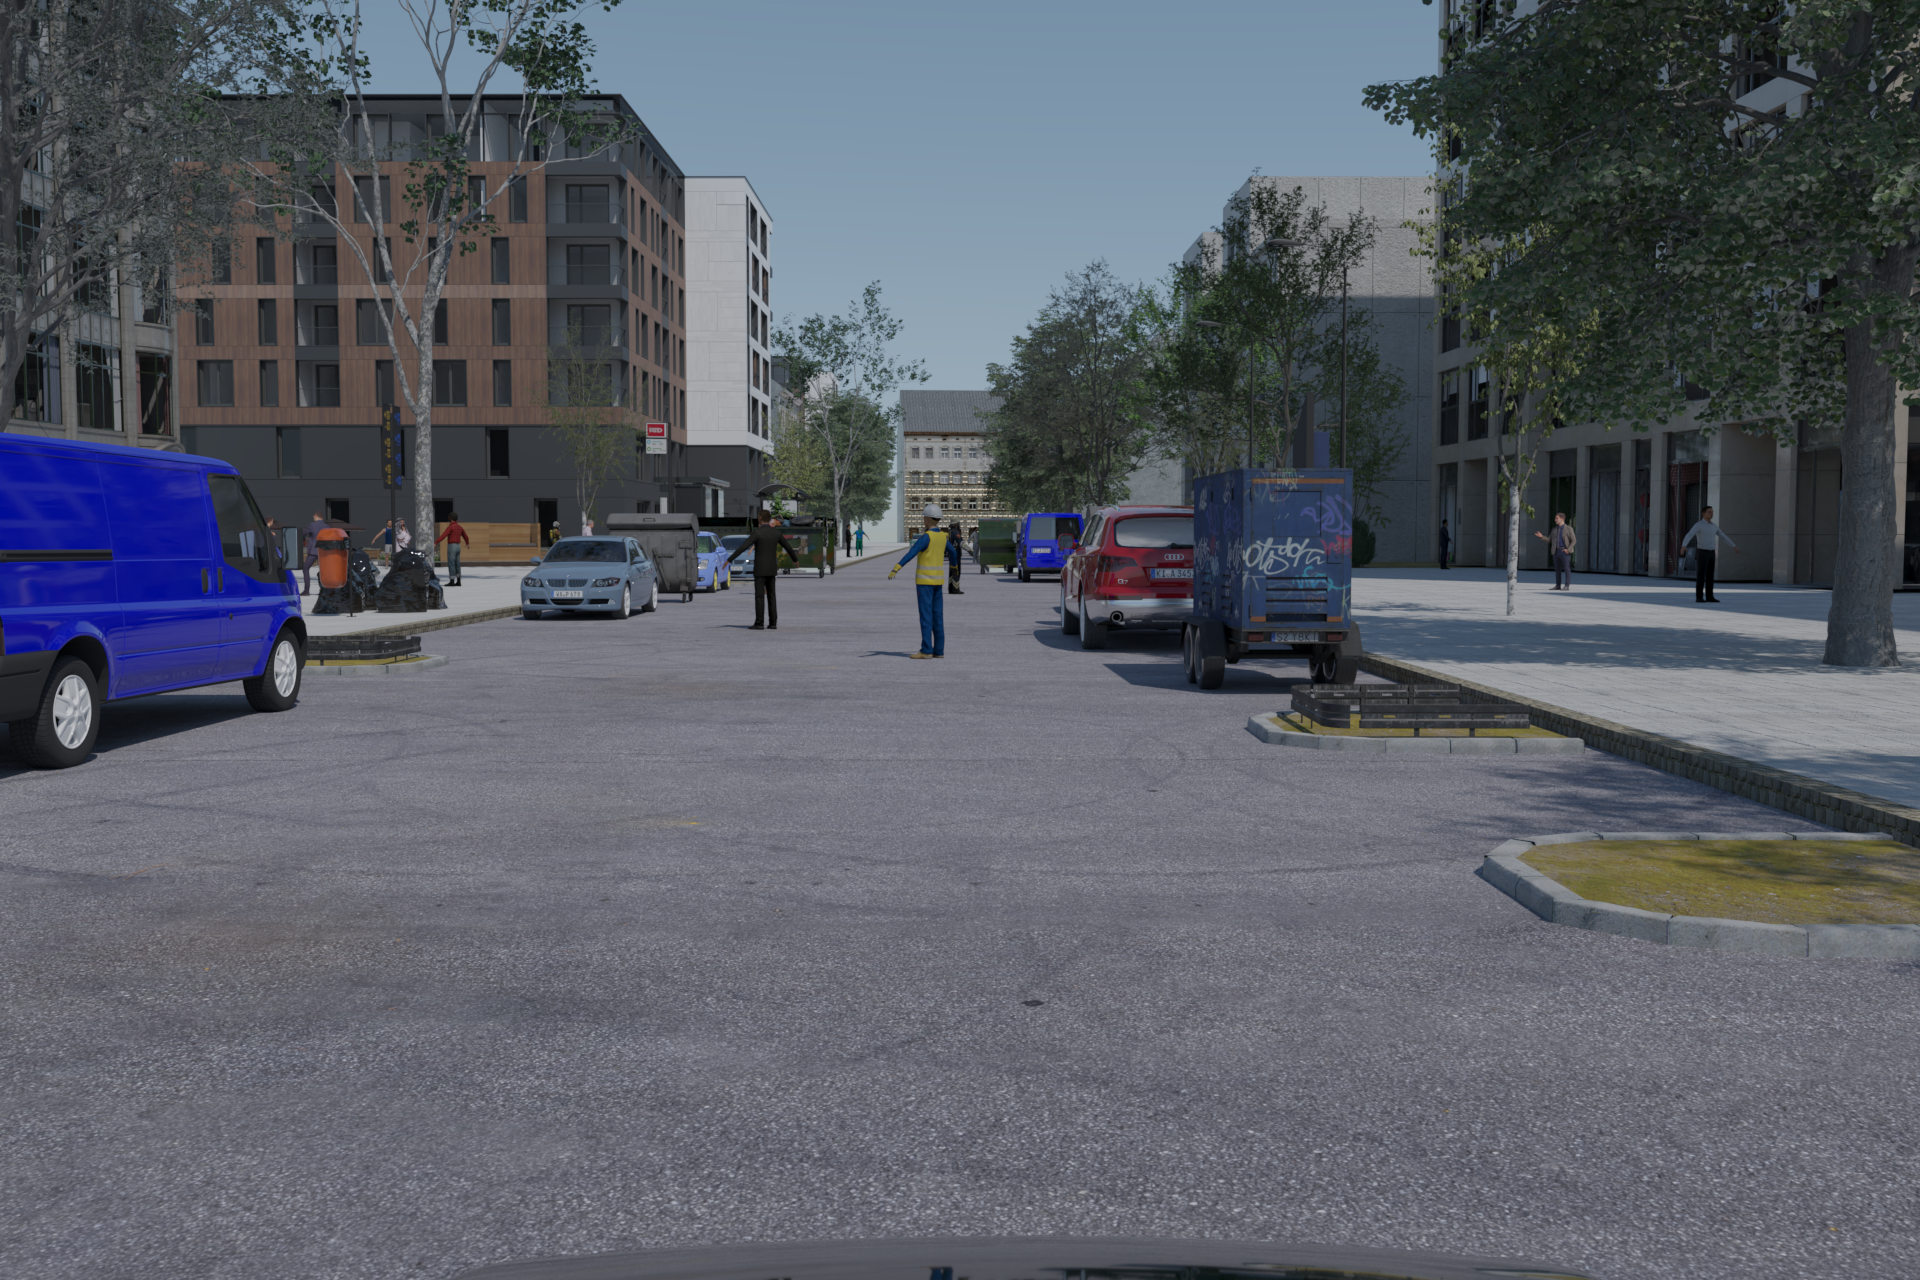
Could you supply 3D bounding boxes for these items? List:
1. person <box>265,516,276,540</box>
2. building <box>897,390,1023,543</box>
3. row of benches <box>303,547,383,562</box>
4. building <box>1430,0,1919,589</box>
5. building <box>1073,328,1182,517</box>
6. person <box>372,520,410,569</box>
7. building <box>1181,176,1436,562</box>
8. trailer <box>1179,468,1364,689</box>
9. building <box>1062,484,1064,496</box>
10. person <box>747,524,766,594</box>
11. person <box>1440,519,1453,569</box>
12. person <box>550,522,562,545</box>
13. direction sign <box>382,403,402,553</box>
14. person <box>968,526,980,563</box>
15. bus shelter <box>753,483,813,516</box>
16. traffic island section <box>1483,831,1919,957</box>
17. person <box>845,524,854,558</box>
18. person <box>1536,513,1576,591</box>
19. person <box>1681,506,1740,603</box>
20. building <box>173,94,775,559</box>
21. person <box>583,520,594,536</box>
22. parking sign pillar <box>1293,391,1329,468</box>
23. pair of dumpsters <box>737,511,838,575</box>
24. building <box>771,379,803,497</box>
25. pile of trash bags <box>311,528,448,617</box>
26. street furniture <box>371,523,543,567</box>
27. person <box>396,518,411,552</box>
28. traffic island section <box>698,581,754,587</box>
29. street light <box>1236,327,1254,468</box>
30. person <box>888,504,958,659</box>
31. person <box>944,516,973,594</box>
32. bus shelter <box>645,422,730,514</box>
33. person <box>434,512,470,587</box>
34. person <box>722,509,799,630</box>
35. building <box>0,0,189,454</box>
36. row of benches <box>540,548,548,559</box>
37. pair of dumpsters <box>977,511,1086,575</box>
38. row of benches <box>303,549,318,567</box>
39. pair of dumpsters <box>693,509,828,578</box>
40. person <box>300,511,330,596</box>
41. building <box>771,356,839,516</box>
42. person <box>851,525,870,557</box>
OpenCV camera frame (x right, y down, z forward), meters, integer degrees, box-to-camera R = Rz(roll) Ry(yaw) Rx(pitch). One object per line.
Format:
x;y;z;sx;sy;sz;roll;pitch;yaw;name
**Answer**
-16.312;-2.071;40.830;0.530;1.710;0.541;-1;4;-18;person
-0.066;-26.261;262.757;18.063;23.208;19.493;0;4;-5;building
-28.788;-3.950;80.041;4.104;0.672;1.422;0;4;1;row of benches
29.068;-15.313;53.563;19.350;26.588;34.151;0;4;0;building
22.188;-22.160;193.242;19.493;23.208;18.063;0;4;0;building
-20.731;-3.476;62.996;1.345;1.807;0.704;-2;4;-32;person
22.613;-13.944;94.443;16.747;18.905;31.486;0;4;-1;building
2.884;-0.609;17.009;1.471;1.999;3.904;0;4;-1;trailer
21.675;-24.209;226.744;19.493;23.208;18.063;0;4;0;building
-4.736;-1.940;40.980;0.721;1.733;1.217;1;4;17;person
17.614;-3.475;62.859;0.704;1.823;1.345;0;4;2;person
-18.687;-4.557;80.274;0.705;1.858;1.354;-2;4;-34;person
-9.970;-2.352;30.460;0.379;3.537;0.876;0;4;0;direction sign
0.818;-4.663;84.884;0.705;1.806;1.347;3;5;43;person
-7.272;-4.755;71.661;2.014;3.302;5.546;0;4;-1;bus shelter
3.177;0.979;6.853;1.991;0.108;1.994;0;4;0;traffic island section
-6.071;-5.438;94.843;0.705;1.837;1.347;-1;4;-15;person
13.512;-2.003;39.324;0.750;1.759;0.617;-1;4;-18;person
14.003;-1.608;32.441;1.344;1.810;0.704;-1;4;-19;person
-26.183;-15.480;97.066;27.936;21.610;32.646;0;4;0;building
-11.140;-2.765;52.184;0.436;1.711;0.756;-1;4;-16;person
6.750;-2.752;33.464;1.447;3.967;1.447;0;4;0;parking sign pillar
-6.543;-3.446;61.298;4.436;2.255;1.574;0;4;-1;pair of dumpsters
-27.788;-21.869;188.482;19.493;23.208;18.063;0;4;1;building
-9.651;-1.127;28.177;1.912;1.369;3.447;0;4;0;pile of trash bags
-20.867;-3.942;71.305;11.010;1.723;9.812;-2;4;-28;street furniture
-15.941;-2.611;49.403;0.621;1.740;0.551;1;4;12;person
-6.655;-1.553;48.252;1.991;0.108;1.994;0;4;0;traffic island section
6.918;-3.999;37.931;1.470;5.913;1.316;0;4;-1;street light
-0.397;-0.675;19.963;0.721;1.772;1.216;3;4;37;person
-0.101;-2.019;41.240;0.705;1.856;1.354;-2;4;-28;person
-10.220;-5.335;64.864;2.179;5.291;8.768;0;4;-1;bus shelter
-12.389;-2.214;42.301;0.704;1.816;1.345;2;4;24;person
-2.945;-1.061;26.022;1.346;1.802;0.704;-3;5;-39;person
-32.971;-13.780;41.959;14.369;24.946;33.146;0;4;1;building
-17.514;-3.780;77.274;4.104;0.672;1.422;-1;4;-19;row of benches
2.825;-3.460;61.522;4.436;2.255;1.574;0;4;0;pair of dumpsters
-26.005;-3.276;69.020;1.422;0.672;4.104;-1;4;-17;row of benches
-6.524;-3.142;56.321;4.436;2.255;1.574;0;4;0;pair of dumpsters
-13.458;-1.805;36.000;0.568;1.767;0.683;3;4;37;person
-29.870;-22.672;214.664;27.936;21.610;32.646;0;4;0;building
-5.751;-5.657;98.619;1.347;1.817;0.704;-2;4;-24;person
